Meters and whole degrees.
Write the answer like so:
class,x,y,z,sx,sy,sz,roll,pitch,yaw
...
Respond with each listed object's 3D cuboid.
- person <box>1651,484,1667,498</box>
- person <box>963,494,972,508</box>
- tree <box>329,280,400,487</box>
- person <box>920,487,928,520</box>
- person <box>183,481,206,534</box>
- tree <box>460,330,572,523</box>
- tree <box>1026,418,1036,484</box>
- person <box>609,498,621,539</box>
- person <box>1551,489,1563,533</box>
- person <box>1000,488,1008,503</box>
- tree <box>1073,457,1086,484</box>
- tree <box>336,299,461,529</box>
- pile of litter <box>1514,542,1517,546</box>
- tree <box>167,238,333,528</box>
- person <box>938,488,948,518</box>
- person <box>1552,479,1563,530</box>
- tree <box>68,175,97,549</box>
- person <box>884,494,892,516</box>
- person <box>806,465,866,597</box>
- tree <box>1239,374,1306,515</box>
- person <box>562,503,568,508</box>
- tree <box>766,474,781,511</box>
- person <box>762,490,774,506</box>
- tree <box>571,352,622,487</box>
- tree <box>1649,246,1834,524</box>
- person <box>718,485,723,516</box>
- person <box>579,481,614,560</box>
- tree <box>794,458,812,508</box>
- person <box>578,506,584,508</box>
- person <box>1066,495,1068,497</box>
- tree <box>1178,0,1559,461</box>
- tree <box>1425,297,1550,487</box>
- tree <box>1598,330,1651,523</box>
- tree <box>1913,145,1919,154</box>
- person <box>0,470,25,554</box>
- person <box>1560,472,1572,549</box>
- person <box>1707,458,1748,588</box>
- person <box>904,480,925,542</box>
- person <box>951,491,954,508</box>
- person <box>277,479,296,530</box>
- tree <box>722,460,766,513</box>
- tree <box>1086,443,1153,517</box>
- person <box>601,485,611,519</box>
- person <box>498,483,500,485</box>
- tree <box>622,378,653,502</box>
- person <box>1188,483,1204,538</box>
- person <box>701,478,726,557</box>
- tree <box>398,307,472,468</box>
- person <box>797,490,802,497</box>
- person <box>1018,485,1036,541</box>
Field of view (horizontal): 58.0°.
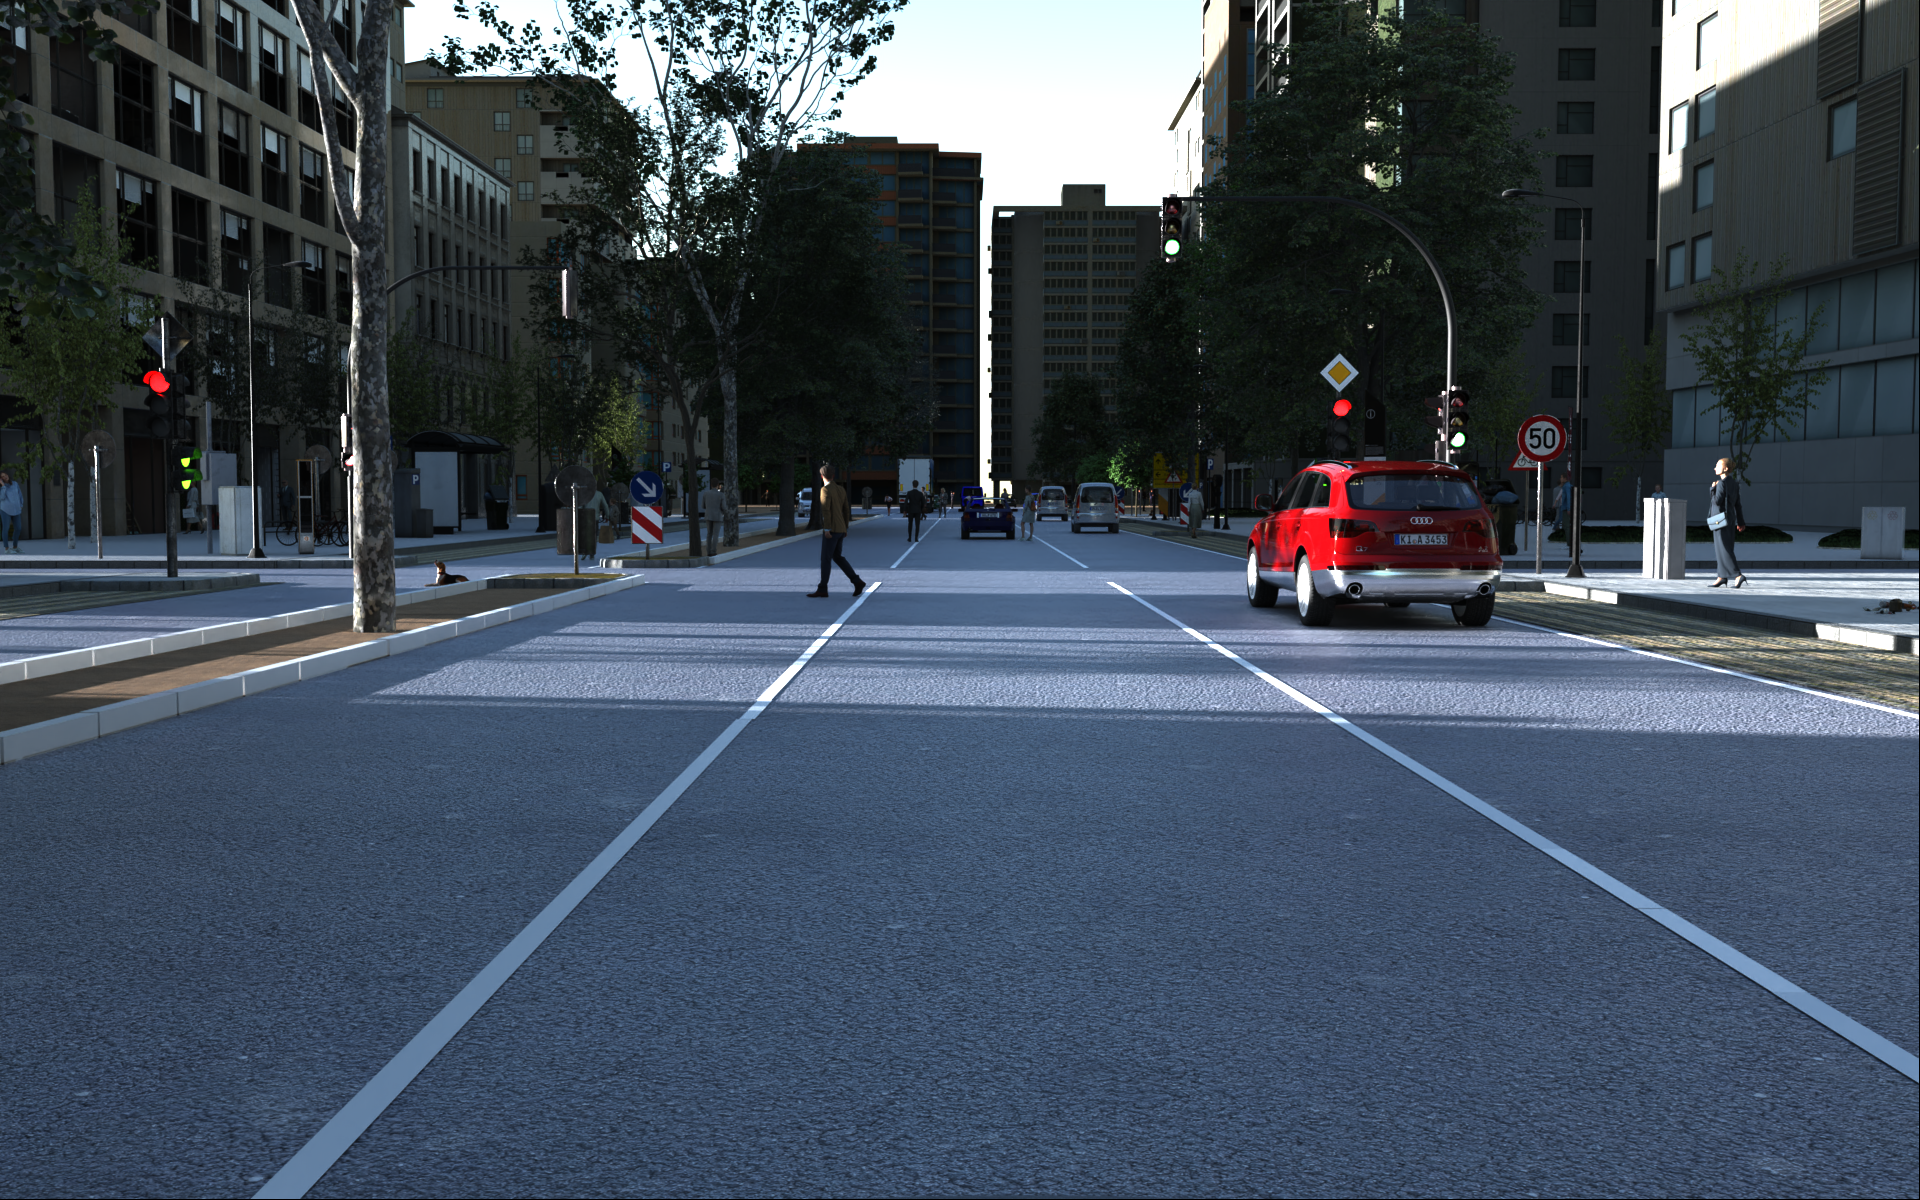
class,x,y,z,sx,sy,sz,roll,pitch,yaw
person,22.216,-2.890,55.099,0.330,1.601,0.589,-3,5,-40
person,0.612,-7.269,130.531,0.628,1.438,0.799,1,4,21
tree,-20.932,-6.465,56.063,4.360,8.622,3.978,0,3,0
person,-1.986,-5.268,94.591,0.622,1.834,0.822,3,5,40
person,-24.635,-3.014,55.676,0.624,1.780,0.694,0,4,5
tree,-20.293,-7.749,77.064,4.737,8.622,4.395,0,3,0
tree,10.232,-14.515,154.326,9.611,12.733,9.660,0,3,0
person,-10.918,-2.557,54.586,0.475,1.303,0.640,2,4,26
person,18.648,-2.883,53.846,0.731,1.740,0.598,-3,5,-39
person,2.576,-5.791,103.451,0.520,1.790,0.573,-2,4,-35
tree,9.995,-8.432,121.570,4.285,4.588,4.351,0,3,0
tree,-20.731,-6.912,63.368,4.737,8.622,4.395,0,3,0
pile of litter,12.410,-1.622,40.487,1.176,0.858,1.719,1,4,10
tree,-21.271,-6.148,50.885,4.360,8.622,3.978,0,3,0
person,-0.994,-5.747,102.649,0.537,1.800,0.526,2,4,31
person,21.032,-3.323,60.576,0.583,1.804,0.606,-1,4,-15
tree,-20.841,-5.510,40.458,4.737,8.622,4.395,0,3,0
person,-4.778,-6.299,114.676,0.628,1.438,0.799,-1,4,-16
person,-1.731,-0.961,24.126,0.836,1.842,0.656,0,4,-7
tree,15.598,-8.346,86.817,4.737,8.622,4.395,0,3,0
person,-12.436,-2.506,54.490,0.505,1.210,0.382,0,4,-3
tree,-14.208,-8.476,133.188,1.663,3.219,1.824,0,3,0
person,-19.965,-10.582,179.775,1.217,1.735,0.721,0,4,-4
tree,-19.671,-8.145,83.526,4.737,8.622,4.395,0,3,0
tree,23.797,-6.231,52.240,4.737,8.622,4.395,0,3,0
person,-14.192,-5.938,103.007,0.514,1.842,0.818,-1,4,-11
person,-7.947,-1.761,37.774,0.782,1.767,0.515,-2,4,-31
tree,-14.772,-10.543,156.084,4.285,4.588,4.351,0,3,0
person,-20.427,-5.344,93.517,0.850,1.850,0.679,0,4,7
person,10.761,-10.716,182.040,1.217,1.735,0.721,0,4,6
tree,10.536,-8.427,44.438,9.857,13.997,8.962,0,3,0
tree,18.825,-6.954,64.055,4.737,8.622,4.395,0,3,0
tree,29.821,-7.672,75.800,4.737,8.622,4.395,0,3,0
tree,14.807,-4.453,23.168,4.360,8.622,3.978,0,3,0
person,-20.405,-1.889,37.189,0.793,1.790,0.793,0,4,-5
person,14.102,-2.061,40.090,0.444,1.785,0.601,3,5,40
person,10.512,-1.053,23.678,0.534,1.772,0.576,2,4,27
person,-1.389,-2.665,51.855,0.659,1.850,0.755,-1,4,-8
person,-0.667,-9.980,172.471,0.445,1.727,0.742,-3,4,-36
person,-23.812,-3.358,61.127,0.661,1.801,0.590,0,4,7
tree,-15.007,-8.383,120.776,4.285,4.588,4.351,0,3,0
tree,9.853,-6.886,96.299,4.285,4.588,4.351,0,3,0
person,-18.278,-5.130,89.723,0.655,1.846,0.447,1,4,14
person,-22.964,-4.908,86.417,0.709,1.813,0.853,-3,5,-40
tree,-20.061,-9.349,103.216,4.737,8.622,4.395,0,3,0
person,7.562,-2.879,55.803,0.478,1.798,0.641,2,4,34
person,-5.547,-1.873,39.322,0.606,1.804,0.583,1,4,10
tree,-21.960,-7.268,69.201,4.360,8.622,3.978,0,3,0
person,-16.356,-10.564,178.752,1.348,1.826,0.705,2,4,26
person,2.102,-2.659,52.979,0.522,1.701,0.512,2,4,33
